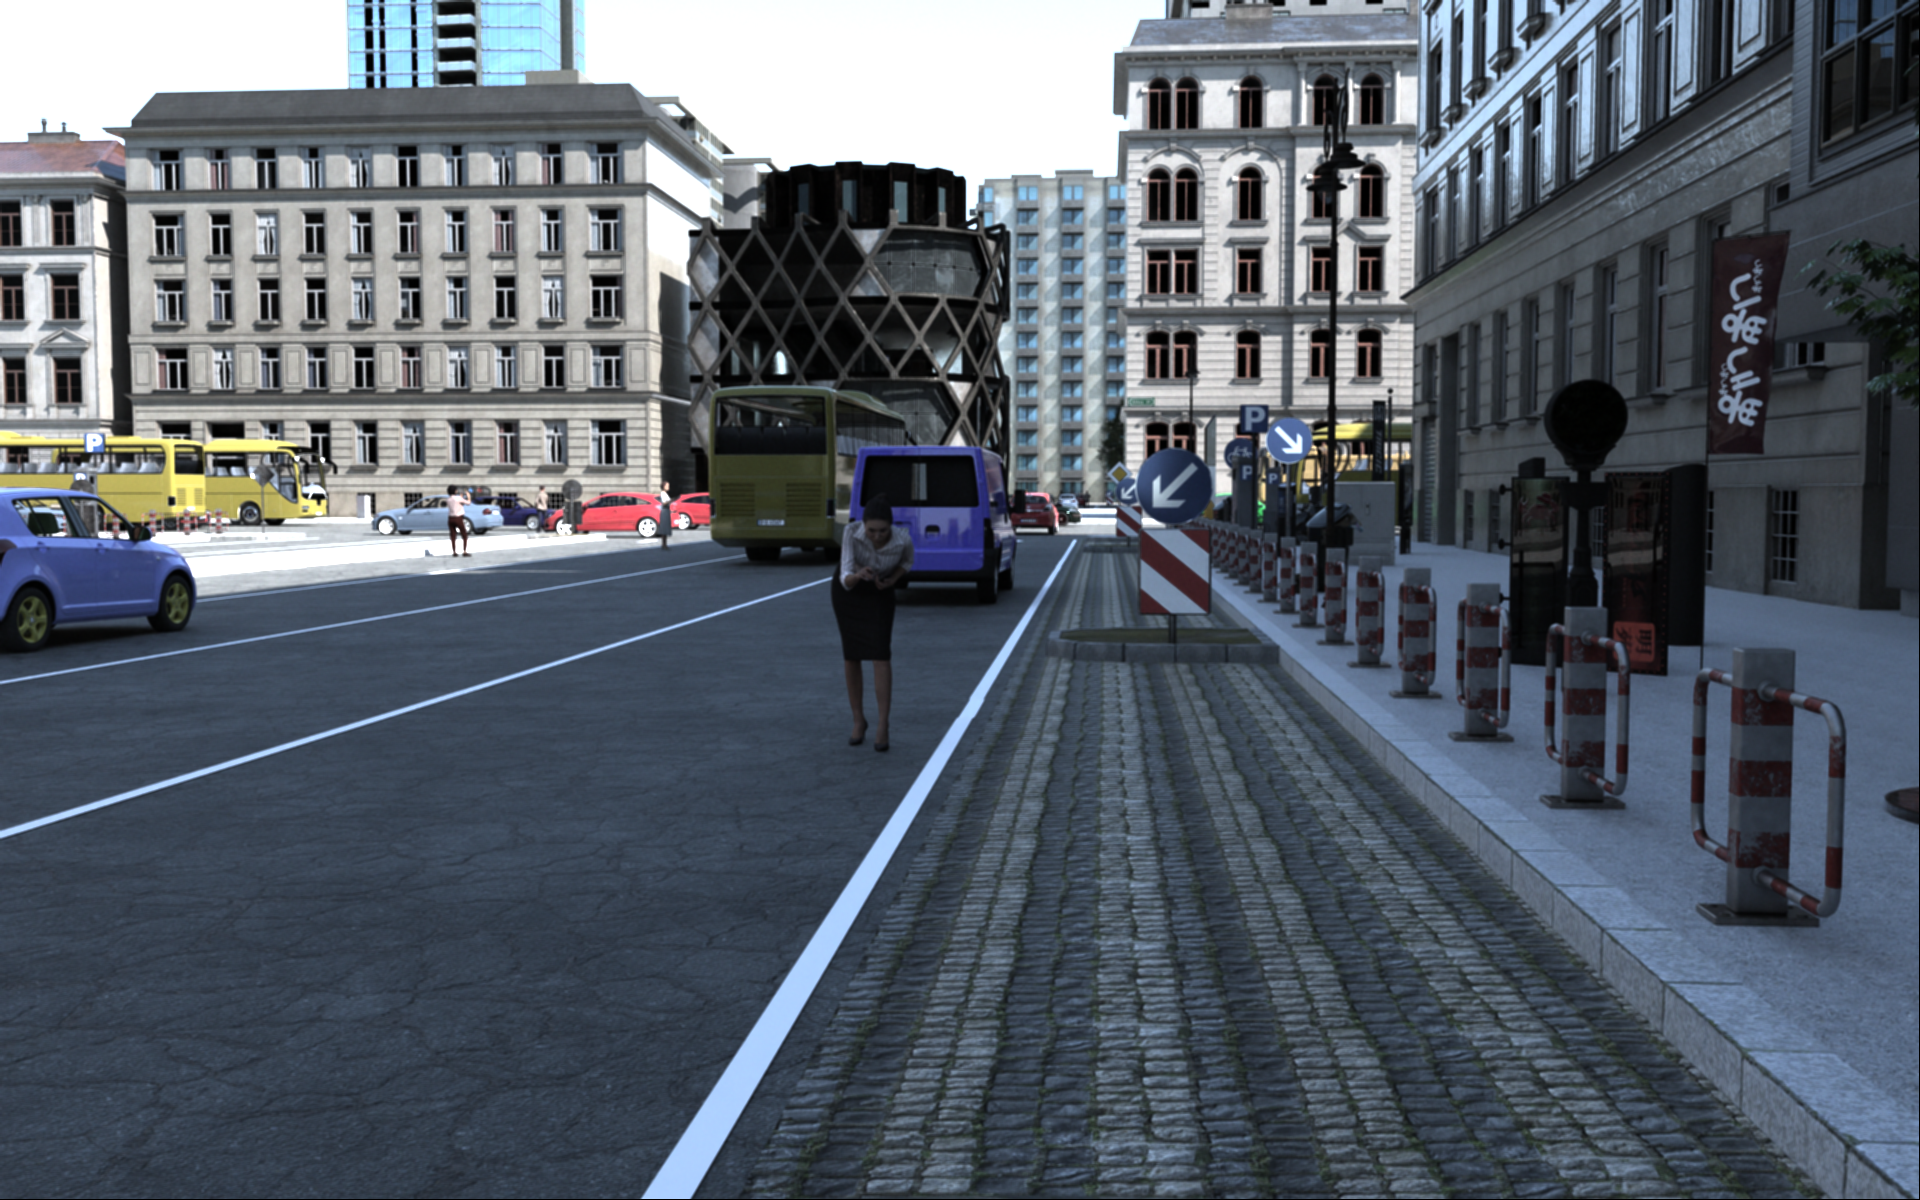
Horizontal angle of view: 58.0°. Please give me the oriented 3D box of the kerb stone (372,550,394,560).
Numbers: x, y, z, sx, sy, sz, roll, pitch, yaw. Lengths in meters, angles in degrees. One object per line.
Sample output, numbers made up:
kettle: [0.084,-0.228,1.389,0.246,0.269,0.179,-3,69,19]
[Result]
kerb stone: [-12.669,-0.955,37.809,0.120,0.150,1.000,0,4,5]

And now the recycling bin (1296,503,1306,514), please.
recycling bin: [9.103,-2.064,46.293,0.722,1.027,0.722,3,4,37]

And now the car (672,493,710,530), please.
car: [-9.603,-3.732,70.055,4.494,1.783,2.155,0,4,5]

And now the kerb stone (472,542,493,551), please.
kerb stone: [-12.161,-1.329,43.971,0.120,0.150,1.000,0,4,5]

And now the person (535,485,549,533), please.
person: [-15.671,-3.407,64.734,0.617,1.759,0.750,-2,4,-31]

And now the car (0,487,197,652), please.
car: [-9.093,-0.455,17.030,1.945,1.707,3.694,0,4,6]

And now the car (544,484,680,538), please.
car: [-11.567,-2.960,57.442,4.494,1.783,2.155,0,4,4]

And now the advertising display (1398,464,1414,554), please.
advertising display: [9.568,-1.955,37.174,0.123,1.923,0.974,2,4,26]

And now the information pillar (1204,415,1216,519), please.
information pillar: [7.377,-3.652,51.057,0.183,3.616,0.504,3,5,43]

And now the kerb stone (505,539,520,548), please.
kerb stone: [-11.993,-1.457,46.019,0.120,0.150,1.000,0,4,5]

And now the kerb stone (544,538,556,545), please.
kerb stone: [-11.741,-1.638,49.089,0.120,0.150,1.000,0,4,5]

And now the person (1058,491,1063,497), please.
person: [12.224,-12.344,209.947,0.705,1.869,1.348,-2,4,-29]

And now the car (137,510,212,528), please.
car: [-34.146,-3.756,73.988,3.894,1.354,1.945,0,4,6]

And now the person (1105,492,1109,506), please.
person: [16.965,-11.673,200.285,0.756,1.711,0.436,-3,5,-43]

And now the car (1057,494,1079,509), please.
car: [9.521,-8.638,153.238,2.014,1.417,4.499,0,4,5]

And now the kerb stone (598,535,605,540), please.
kerb stone: [-11.309,-1.958,54.208,0.120,0.150,1.000,0,4,5]

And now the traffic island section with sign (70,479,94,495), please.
traffic island section with sign: [-22.650,-2.166,44.039,1.989,1.847,2.006,0,4,5]

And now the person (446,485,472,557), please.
person: [-11.488,-1.818,39.688,0.566,1.644,0.517,-2,4,-34]

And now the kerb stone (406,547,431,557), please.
kerb stone: [-12.498,-1.081,39.862,0.120,0.150,1.000,0,4,5]

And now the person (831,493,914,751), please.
person: [-0.510,0.122,9.689,0.628,1.438,0.799,-3,5,-41]

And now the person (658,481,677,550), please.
person: [-7.446,-2.152,44.253,0.524,1.755,0.480,0,3,0]

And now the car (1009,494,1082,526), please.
car: [3.336,-4.136,77.418,4.222,1.686,2.009,0,4,5]

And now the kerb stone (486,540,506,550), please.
kerb stone: [-12.088,-1.394,44.995,0.120,0.150,1.000,0,4,5]

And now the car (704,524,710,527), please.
car: [-9.802,-4.123,77.193,4.222,1.686,2.009,0,4,4]

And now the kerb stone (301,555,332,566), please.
kerb stone: [-12.930,-0.766,34.727,0.120,0.150,1.000,0,4,5]

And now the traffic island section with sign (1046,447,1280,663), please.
traffic island section with sign: [1.783,-0.424,15.562,1.989,1.847,2.006,0,4,5]

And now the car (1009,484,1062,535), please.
car: [2.588,-3.262,62.370,2.155,1.783,4.494,0,4,5]

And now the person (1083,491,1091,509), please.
person: [12.275,-9.663,167.020,0.617,1.759,0.750,1,4,20]

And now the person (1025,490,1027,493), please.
person: [6.080,-9.208,159.135,0.705,1.814,1.350,1,4,21]

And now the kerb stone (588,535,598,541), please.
kerb stone: [-11.398,-1.892,53.183,0.120,0.150,1.000,0,4,5]

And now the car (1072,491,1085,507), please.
car: [12.704,-10.884,186.999,2.155,1.783,4.494,0,4,5]

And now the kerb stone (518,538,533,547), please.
kerb stone: [-11.904,-1.520,47.041,0.120,0.150,1.000,0,4,5]

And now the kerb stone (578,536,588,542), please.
kerb stone: [-11.482,-1.833,52.160,0.120,0.150,1.000,0,4,5]

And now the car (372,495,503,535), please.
car: [-18.409,-2.995,60.969,4.499,1.417,2.014,0,4,5]

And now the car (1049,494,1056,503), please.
car: [9.817,-11.259,195.881,2.131,1.459,4.920,0,4,5]

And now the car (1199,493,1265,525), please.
car: [10.875,-3.577,67.288,4.718,1.807,1.959,0,4,6]

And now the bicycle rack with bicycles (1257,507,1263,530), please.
bicycle rack with bicycles: [9.450,-2.270,50.504,2.925,0.926,2.852,-2,4,-30]

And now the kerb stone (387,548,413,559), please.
kerb stone: [-12.590,-1.018,38.839,0.120,0.150,1.000,0,4,5]

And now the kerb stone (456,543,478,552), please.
kerb stone: [-12.243,-1.269,42.942,0.120,0.150,1.000,0,4,5]

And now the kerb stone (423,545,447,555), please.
kerb stone: [-12.414,-1.143,40.885,0.120,0.150,1.000,0,4,5]

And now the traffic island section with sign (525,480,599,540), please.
traffic island section with sign: [-12.347,-2.823,54.297,2.006,1.907,1.989,0,4,5]

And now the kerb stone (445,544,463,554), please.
kerb stone: [-12.330,-1.206,41.917,0.120,0.150,1.000,0,4,5]

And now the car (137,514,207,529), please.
car: [-33.281,-3.806,71.269,4.494,1.783,2.155,0,4,5]

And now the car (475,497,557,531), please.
car: [-17.840,-3.447,68.943,3.894,1.354,1.945,0,4,7]

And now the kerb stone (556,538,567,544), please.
kerb stone: [-11.645,-1.707,50.111,0.120,0.150,1.000,0,4,5]

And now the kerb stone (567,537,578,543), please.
kerb stone: [-11.564,-1.766,51.137,0.120,0.150,1.000,0,4,5]

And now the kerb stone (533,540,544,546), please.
kerb stone: [-11.825,-1.582,48.066,0.120,0.150,1.000,0,4,5]

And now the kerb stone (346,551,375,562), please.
kerb stone: [-12.759,-0.890,36.787,0.120,0.150,1.000,0,4,5]

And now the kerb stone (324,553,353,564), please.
kerb stone: [-12.857,-0.829,35.756,0.120,0.150,1.000,0,4,5]

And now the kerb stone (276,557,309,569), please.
kerb stone: [-13.008,-0.704,33.700,0.120,0.150,1.000,0,4,5]
